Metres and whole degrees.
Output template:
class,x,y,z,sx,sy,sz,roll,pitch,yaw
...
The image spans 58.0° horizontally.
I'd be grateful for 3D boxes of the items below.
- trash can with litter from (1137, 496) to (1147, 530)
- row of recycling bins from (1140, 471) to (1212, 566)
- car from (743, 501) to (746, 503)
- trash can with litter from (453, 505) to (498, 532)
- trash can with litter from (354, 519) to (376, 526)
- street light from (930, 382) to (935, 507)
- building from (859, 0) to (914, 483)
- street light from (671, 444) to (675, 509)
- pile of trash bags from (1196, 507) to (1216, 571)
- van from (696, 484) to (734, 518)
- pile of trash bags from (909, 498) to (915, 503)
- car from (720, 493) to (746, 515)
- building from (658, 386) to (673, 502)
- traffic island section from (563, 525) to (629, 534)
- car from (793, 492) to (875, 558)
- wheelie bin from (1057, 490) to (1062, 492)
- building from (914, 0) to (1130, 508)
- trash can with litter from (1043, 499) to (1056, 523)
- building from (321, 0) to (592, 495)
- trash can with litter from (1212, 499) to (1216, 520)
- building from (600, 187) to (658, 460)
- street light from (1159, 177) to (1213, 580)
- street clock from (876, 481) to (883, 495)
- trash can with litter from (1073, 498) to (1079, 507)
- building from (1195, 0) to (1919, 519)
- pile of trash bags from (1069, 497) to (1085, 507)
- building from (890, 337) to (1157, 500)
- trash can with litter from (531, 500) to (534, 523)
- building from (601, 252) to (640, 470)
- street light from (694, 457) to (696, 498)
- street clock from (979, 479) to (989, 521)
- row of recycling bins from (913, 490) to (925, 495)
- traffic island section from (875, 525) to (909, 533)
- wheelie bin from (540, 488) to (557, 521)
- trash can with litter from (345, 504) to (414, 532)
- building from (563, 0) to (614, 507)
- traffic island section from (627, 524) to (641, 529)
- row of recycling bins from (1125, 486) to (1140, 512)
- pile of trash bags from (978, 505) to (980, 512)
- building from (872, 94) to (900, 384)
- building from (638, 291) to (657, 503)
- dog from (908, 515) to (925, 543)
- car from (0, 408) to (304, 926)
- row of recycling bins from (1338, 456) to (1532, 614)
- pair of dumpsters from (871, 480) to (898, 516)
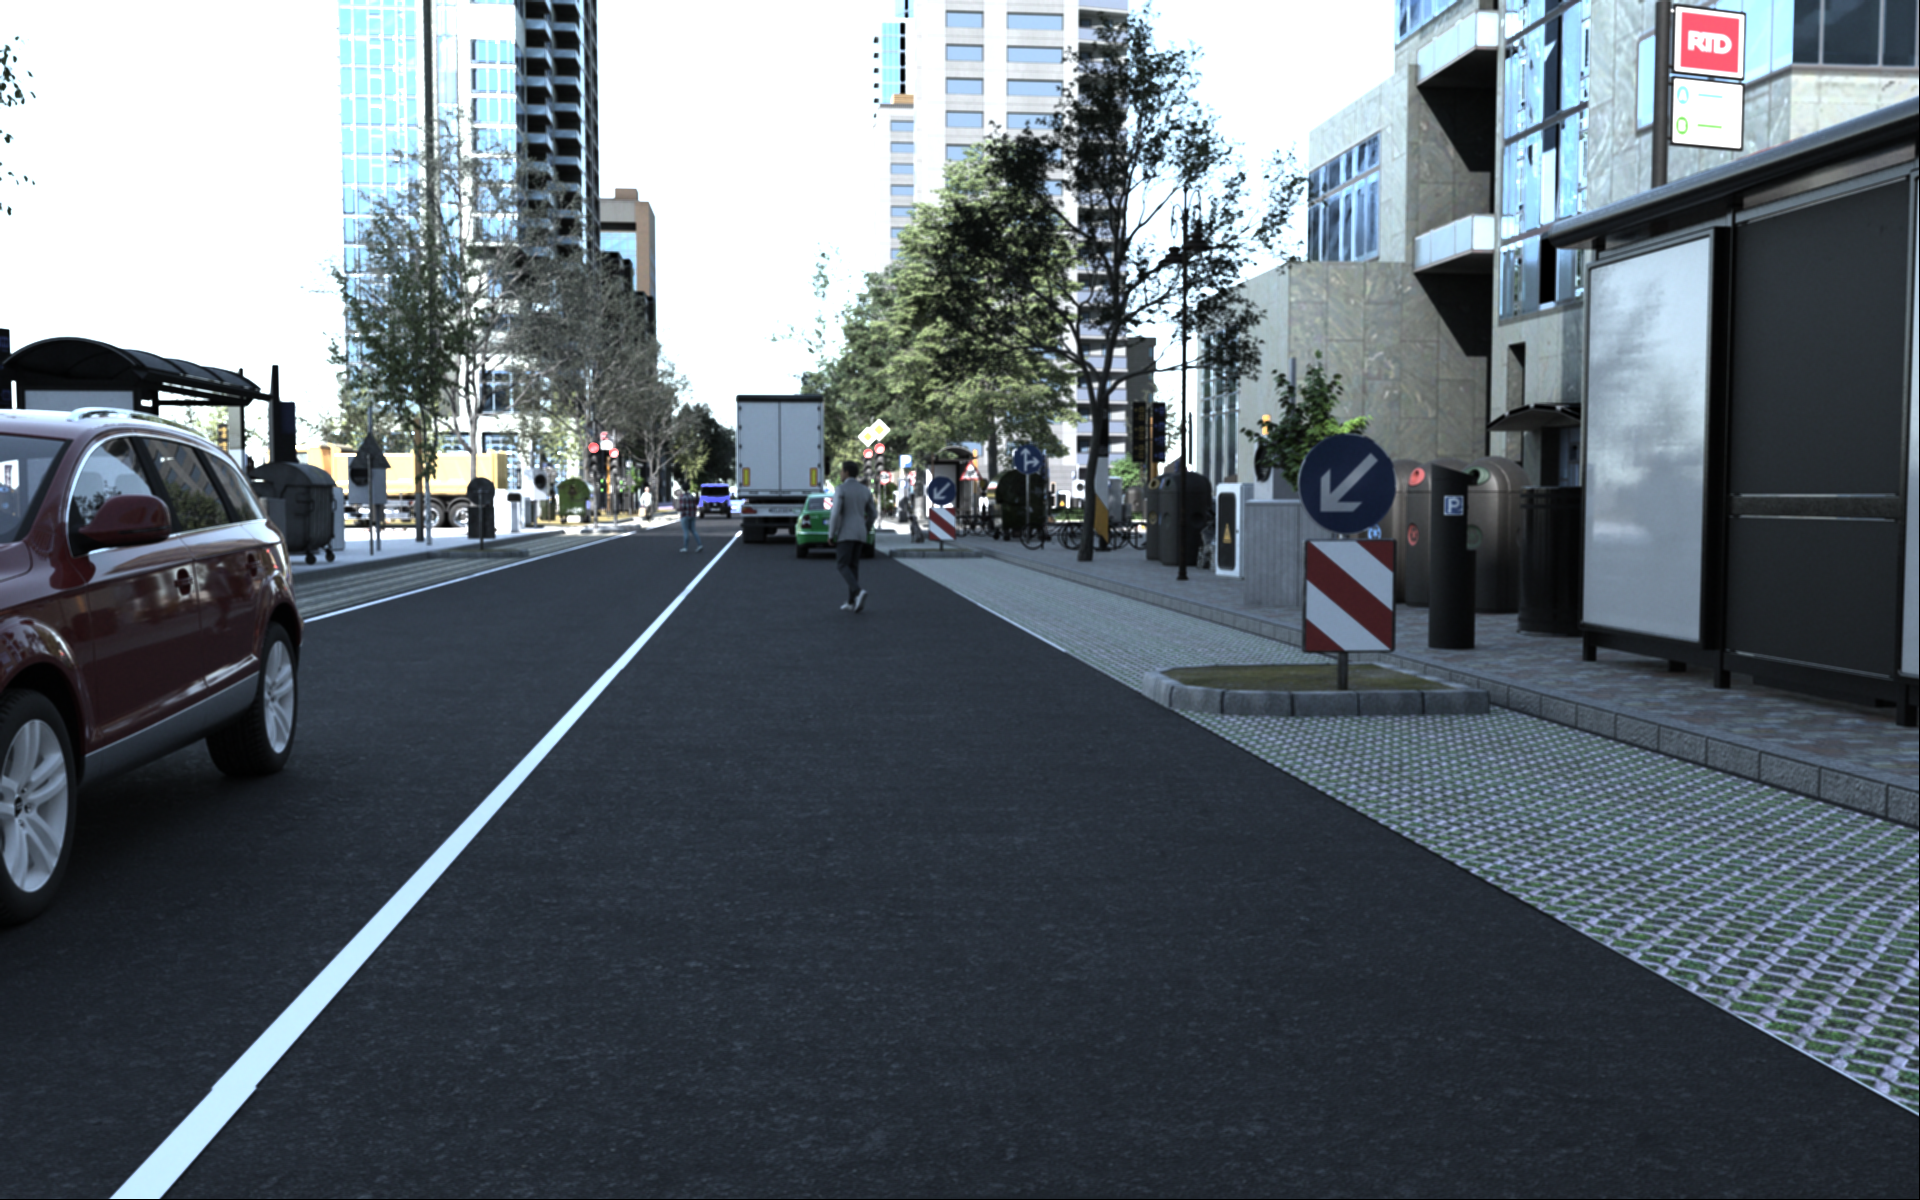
class,x,y,z,sx,sy,sz,roll,pitch,yaw
trash can with litter,7.337,-3.202,63.404,2.233,1.210,1.678,0,4,0
row of recycling bins,4.117,-1.545,32.378,1.069,1.692,3.534,0,4,0
car,-22.398,-10.465,183.681,1.945,1.354,3.894,0,4,-4
trash can with litter,-16.315,-2.955,59.378,1.678,1.210,2.233,-3,5,-43
trash can with litter,-24.069,-3.606,70.352,0.624,1.170,1.055,1,4,21
street light,-1.025,-5.632,64.868,0.468,5.910,1.993,0,4,-6
building,-6.690,-59.865,291.470,22.319,86.520,31.000,0,4,-6
street light,-24.641,-10.775,148.950,0.468,5.910,1.993,0,4,-6
pile of trash bags,5.737,-1.199,29.361,3.447,1.369,1.912,1,4,9
van,-14.665,-6.077,103.745,2.240,2.365,5.245,0,4,-8
pile of trash bags,-4.575,-7.848,138.062,3.447,1.369,1.912,0,4,-3
car,-16.048,-6.864,121.820,1.945,1.707,3.694,0,4,-8
building,-60.926,-26.484,278.051,27.650,21.520,28.899,0,4,-6
traffic island section,-13.490,-2.553,64.026,2.009,0.180,2.903,0,4,-6
car,-2.917,-1.930,40.356,1.959,1.807,4.718,0,4,-5
wheelie bin,7.579,-7.571,131.693,0.693,1.594,0.980,-1,4,-16
building,5.909,-38.624,173.498,21.231,58.520,28.212,0,4,-6
trash can with litter,3.719,-3.968,76.264,0.624,1.170,1.055,3,5,43
building,-44.997,-51.724,158.355,22.319,86.520,31.000,0,4,-6
trash can with litter,5.357,-1.495,35.831,0.624,1.170,1.055,1,4,11
building,-52.240,-37.068,256.166,14.600,45.320,14.200,0,4,-6
street light,3.326,-3.237,25.710,0.468,5.910,1.993,0,4,-6
street clock,-4.455,-5.550,95.319,0.471,2.002,0.358,0,4,-1
trash can with litter,7.470,-6.491,117.183,2.233,1.210,1.678,-1,4,-10
building,20.684,-44.591,41.728,22.319,86.520,31.000,0,4,-6
pile of trash bags,8.681,-6.818,121.228,1.912,1.369,3.447,-1,4,-19
building,6.329,-21.914,203.336,27.650,21.520,28.899,0,4,-6
trash can with litter,-19.214,-4.006,76.878,0.624,1.170,1.055,-3,4,-37
building,-45.880,-26.426,203.762,14.160,30.474,14.107,0,4,-6
street light,-28.827,-13.205,188.684,0.468,5.910,1.993,0,4,-6
street clock,1.121,-4.690,81.257,0.358,2.002,0.471,-3,4,-36
row of recycling bins,-2.356,-8.618,148.010,3.534,1.692,1.069,0,4,-1
traffic island section,-3.007,-2.621,65.137,2.009,0.180,2.903,0,4,-6
wheelie bin,-19.852,-4.624,83.508,0.693,1.594,0.980,-3,5,-43
trash can with litter,-19.406,-2.926,58.899,1.678,1.210,2.233,3,4,37
building,-47.069,-45.671,184.967,20.563,71.187,20.611,0,4,-6
traffic island section,-14.338,-3.039,71.966,2.009,0.180,2.903,0,4,-6
row of recycling bins,8.948,-5.001,88.878,1.069,1.692,3.534,0,4,6
pile of trash bags,2.841,-7.238,128.096,1.912,1.369,3.447,2,4,31
building,-2.669,-44.060,262.376,21.231,58.520,28.212,0,4,-6
building,-50.033,-28.804,242.647,14.160,30.474,14.107,0,4,-6
dog,-1.286,-2.056,50.444,0.513,0.831,0.800,0,4,3
car,-4.305,0.084,7.301,2.281,1.827,5.304,0,4,-7
row of recycling bins,5.352,-0.800,20.196,1.069,1.692,3.534,-1,4,-21
pair of dumpsters,-4.340,-6.030,101.088,1.574,2.255,4.437,0,4,-6
